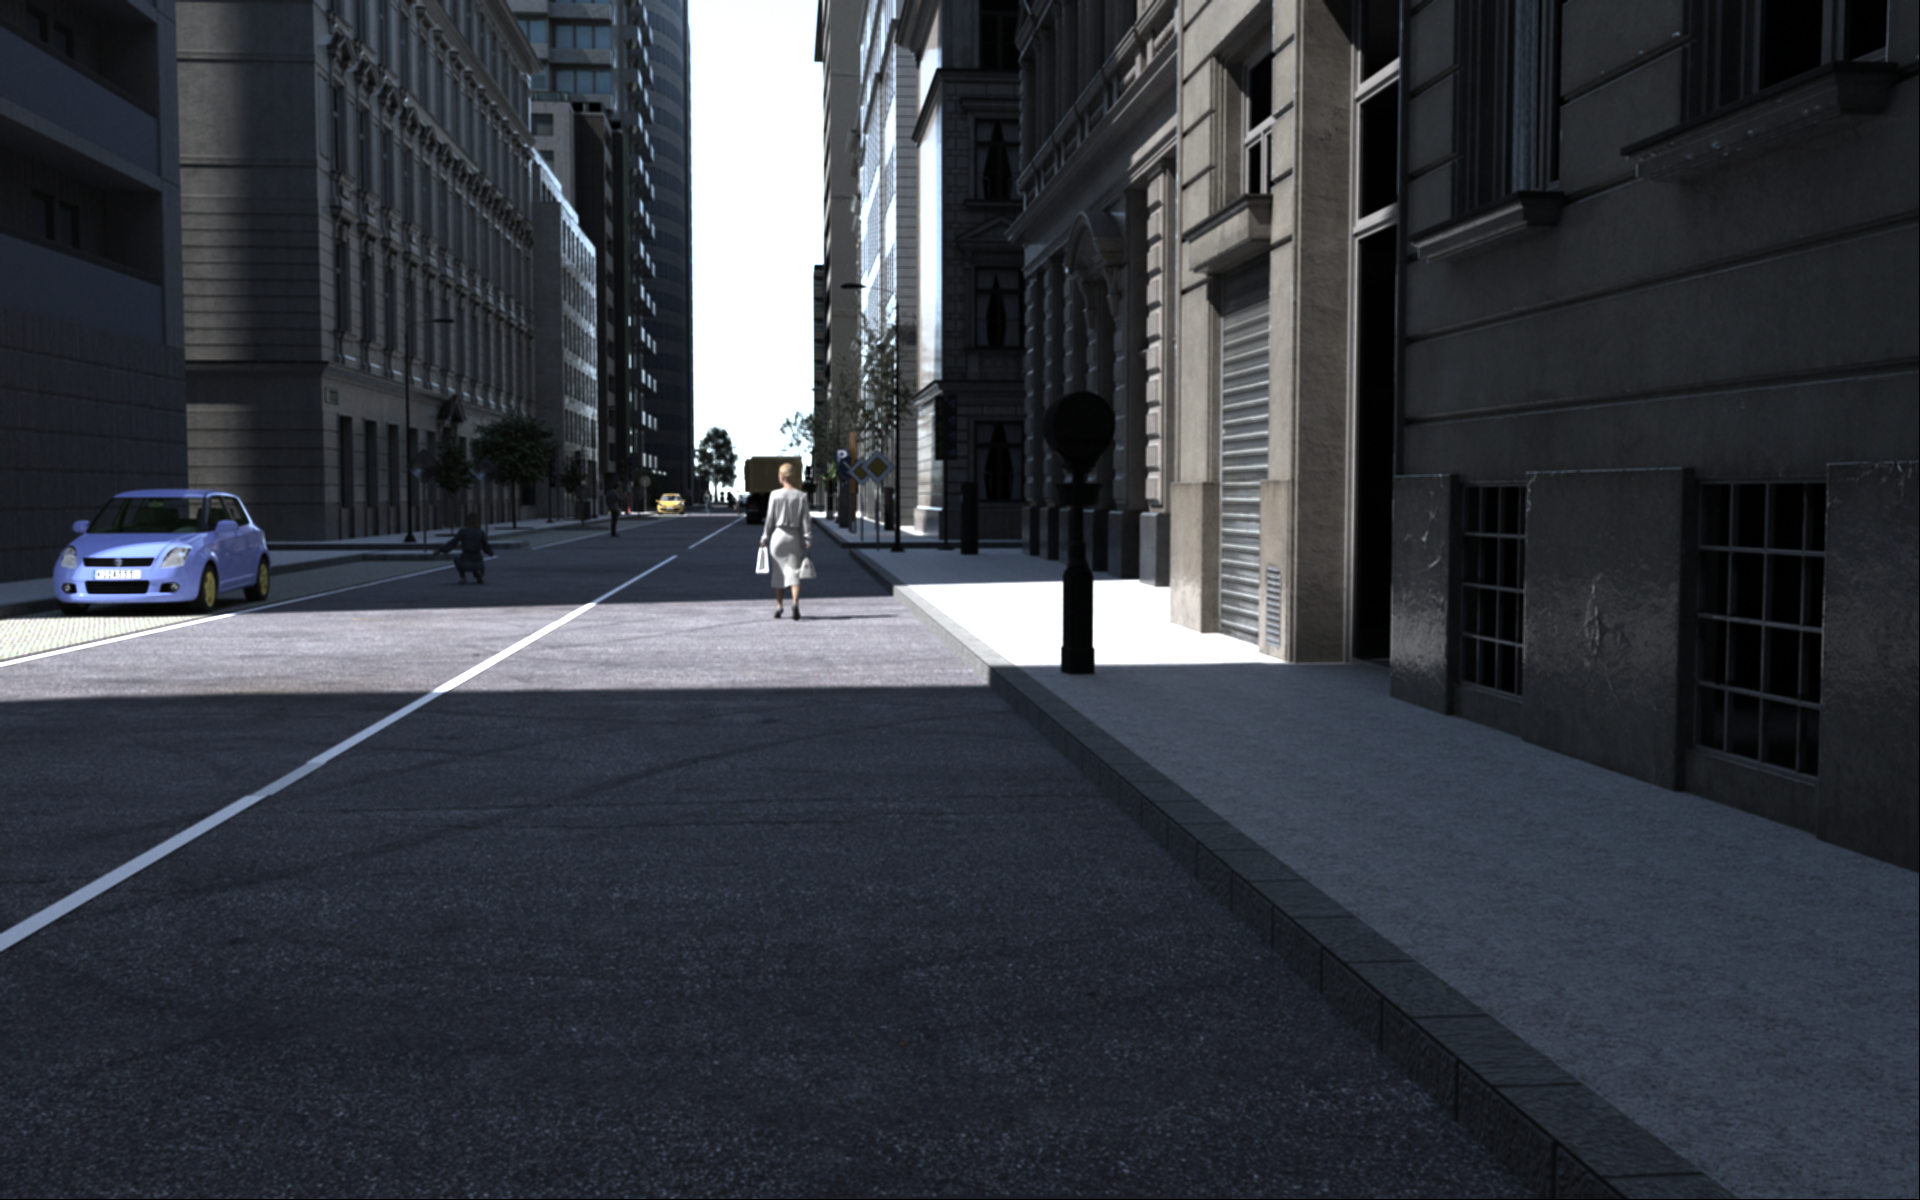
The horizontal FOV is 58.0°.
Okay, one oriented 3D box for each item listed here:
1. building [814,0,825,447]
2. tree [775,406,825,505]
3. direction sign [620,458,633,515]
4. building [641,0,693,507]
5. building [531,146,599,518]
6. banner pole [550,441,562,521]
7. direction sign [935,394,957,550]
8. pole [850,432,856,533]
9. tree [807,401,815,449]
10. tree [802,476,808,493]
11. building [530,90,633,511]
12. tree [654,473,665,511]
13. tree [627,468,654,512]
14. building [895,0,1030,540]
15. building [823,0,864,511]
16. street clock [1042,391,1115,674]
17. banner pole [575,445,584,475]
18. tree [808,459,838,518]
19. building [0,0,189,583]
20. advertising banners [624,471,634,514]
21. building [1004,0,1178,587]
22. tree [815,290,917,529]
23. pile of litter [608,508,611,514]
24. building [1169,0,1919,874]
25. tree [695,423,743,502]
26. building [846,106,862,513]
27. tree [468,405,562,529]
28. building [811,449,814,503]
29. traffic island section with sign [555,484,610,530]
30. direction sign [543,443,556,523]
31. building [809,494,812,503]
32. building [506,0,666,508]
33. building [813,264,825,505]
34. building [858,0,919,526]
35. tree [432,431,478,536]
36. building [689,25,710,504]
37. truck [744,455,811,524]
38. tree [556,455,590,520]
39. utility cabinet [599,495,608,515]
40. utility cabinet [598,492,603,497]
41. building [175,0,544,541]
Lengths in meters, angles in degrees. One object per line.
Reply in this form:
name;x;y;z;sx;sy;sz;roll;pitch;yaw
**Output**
building;-0.746;-36.350;183.563;28.713;52.752;27.495;0;4;-6
tree;-18.212;-17.147;206.112;9.928;11.665;9.643;0;3;0
direction sign;-20.717;-7.069;107.580;0.876;3.537;0.379;-3;4;-37
building;-39.033;-38.916;178.280;21.231;58.520;28.212;0;4;-6
building;-26.818;-14.902;98.403;10.420;20.320;16.860;0;4;-6
banner pole;-19.209;-5.633;82.121;0.863;3.779;0.401;3;5;42
direction sign;-0.323;-2.920;39.739;0.379;3.537;0.876;-2;4;-33
pole;-3.507;-3.854;56.848;0.158;3.312;0.155;0;3;0
tree;-9.098;-10.759;126.274;4.360;8.622;3.978;0;3;0
tree;-14.086;-10.389;164.461;1.663;3.219;1.824;0;3;0
building;-31.981;-21.756;127.419;14.160;30.474;14.107;0;4;-6
tree;-23.471;-8.383;131.657;1.663;3.219;1.824;0;3;0
tree;-23.459;-8.059;126.358;1.663;3.219;1.824;0;3;0
building;7.954;-11.561;53.648;19.286;19.102;10.561;0;4;-6
building;-0.365;-31.794;143.531;21.300;48.544;21.600;0;4;-6
street clock;0.845;-0.477;12.371;0.471;2.002;0.358;-1;4;-17
banner pole;-19.292;-5.994;88.021;0.863;3.779;0.401;3;4;36
tree;-6.978;-6.138;94.964;1.663;3.219;1.824;0;3;0
building;-28.052;-29.551;25.153;28.212;58.520;21.231;0;4;-6
advertising banners;-21.508;-7.121;112.617;0.090;3.025;2.074;-2;4;-26
building;7.027;-12.167;27.816;11.050;23.489;19.941;0;4;-6
tree;-3.062;-6.888;62.986;4.360;8.622;3.978;0;3;0
pile of litter;-23.758;-6.232;115.859;1.176;0.858;1.719;0;4;-7
building;10.748;-10.388;3.128;16.112;22.955;30.059;0;4;-6
tree;-39.293;-22.126;278.767;9.611;12.733;9.660;0;3;0
building;0.077;-19.752;110.329;14.401;28.519;23.554;0;4;-6
tree;-16.413;-4.910;63.993;4.285;4.588;4.351;0;3;0
building;-9.367;-56.735;240.293;22.319;86.520;31.000;0;4;-6
traffic island section with sign;-14.949;-3.676;68.737;1.989;1.847;2.006;0;4;-6
direction sign;-18.354;-5.226;77.442;0.379;3.537;0.876;1;4;23
building;-7.807;-35.325;269.451;32.217;40.220;23.993;0;4;-6
building;-38.114;-32.378;148.983;23.786;49.044;30.456;0;4;-6
building;-11.519;-27.347;218.825;14.160;30.474;14.107;0;4;-6
building;1.333;-18.690;83.082;11.434;29.767;29.804;0;4;-6
tree;-15.391;-3.564;52.875;1.663;3.219;1.824;0;3;0
building;-48.030;-50.109;257.531;20.563;71.187;20.611;0;4;-6
truck;-9.150;-5.497;85.800;3.469;3.379;9.791;0;4;-4
tree;-19.119;-5.586;85.937;1.663;3.219;1.824;0;3;0
utility cabinet;-21.645;-5.744;105.079;0.306;1.237;1.020;-2;4;-26
utility cabinet;-23.057;-6.133;108.951;1.173;1.500;0.318;-1;4;-20
building;-27.240;-17.750;66.628;17.030;29.872;44.131;0;4;-6
